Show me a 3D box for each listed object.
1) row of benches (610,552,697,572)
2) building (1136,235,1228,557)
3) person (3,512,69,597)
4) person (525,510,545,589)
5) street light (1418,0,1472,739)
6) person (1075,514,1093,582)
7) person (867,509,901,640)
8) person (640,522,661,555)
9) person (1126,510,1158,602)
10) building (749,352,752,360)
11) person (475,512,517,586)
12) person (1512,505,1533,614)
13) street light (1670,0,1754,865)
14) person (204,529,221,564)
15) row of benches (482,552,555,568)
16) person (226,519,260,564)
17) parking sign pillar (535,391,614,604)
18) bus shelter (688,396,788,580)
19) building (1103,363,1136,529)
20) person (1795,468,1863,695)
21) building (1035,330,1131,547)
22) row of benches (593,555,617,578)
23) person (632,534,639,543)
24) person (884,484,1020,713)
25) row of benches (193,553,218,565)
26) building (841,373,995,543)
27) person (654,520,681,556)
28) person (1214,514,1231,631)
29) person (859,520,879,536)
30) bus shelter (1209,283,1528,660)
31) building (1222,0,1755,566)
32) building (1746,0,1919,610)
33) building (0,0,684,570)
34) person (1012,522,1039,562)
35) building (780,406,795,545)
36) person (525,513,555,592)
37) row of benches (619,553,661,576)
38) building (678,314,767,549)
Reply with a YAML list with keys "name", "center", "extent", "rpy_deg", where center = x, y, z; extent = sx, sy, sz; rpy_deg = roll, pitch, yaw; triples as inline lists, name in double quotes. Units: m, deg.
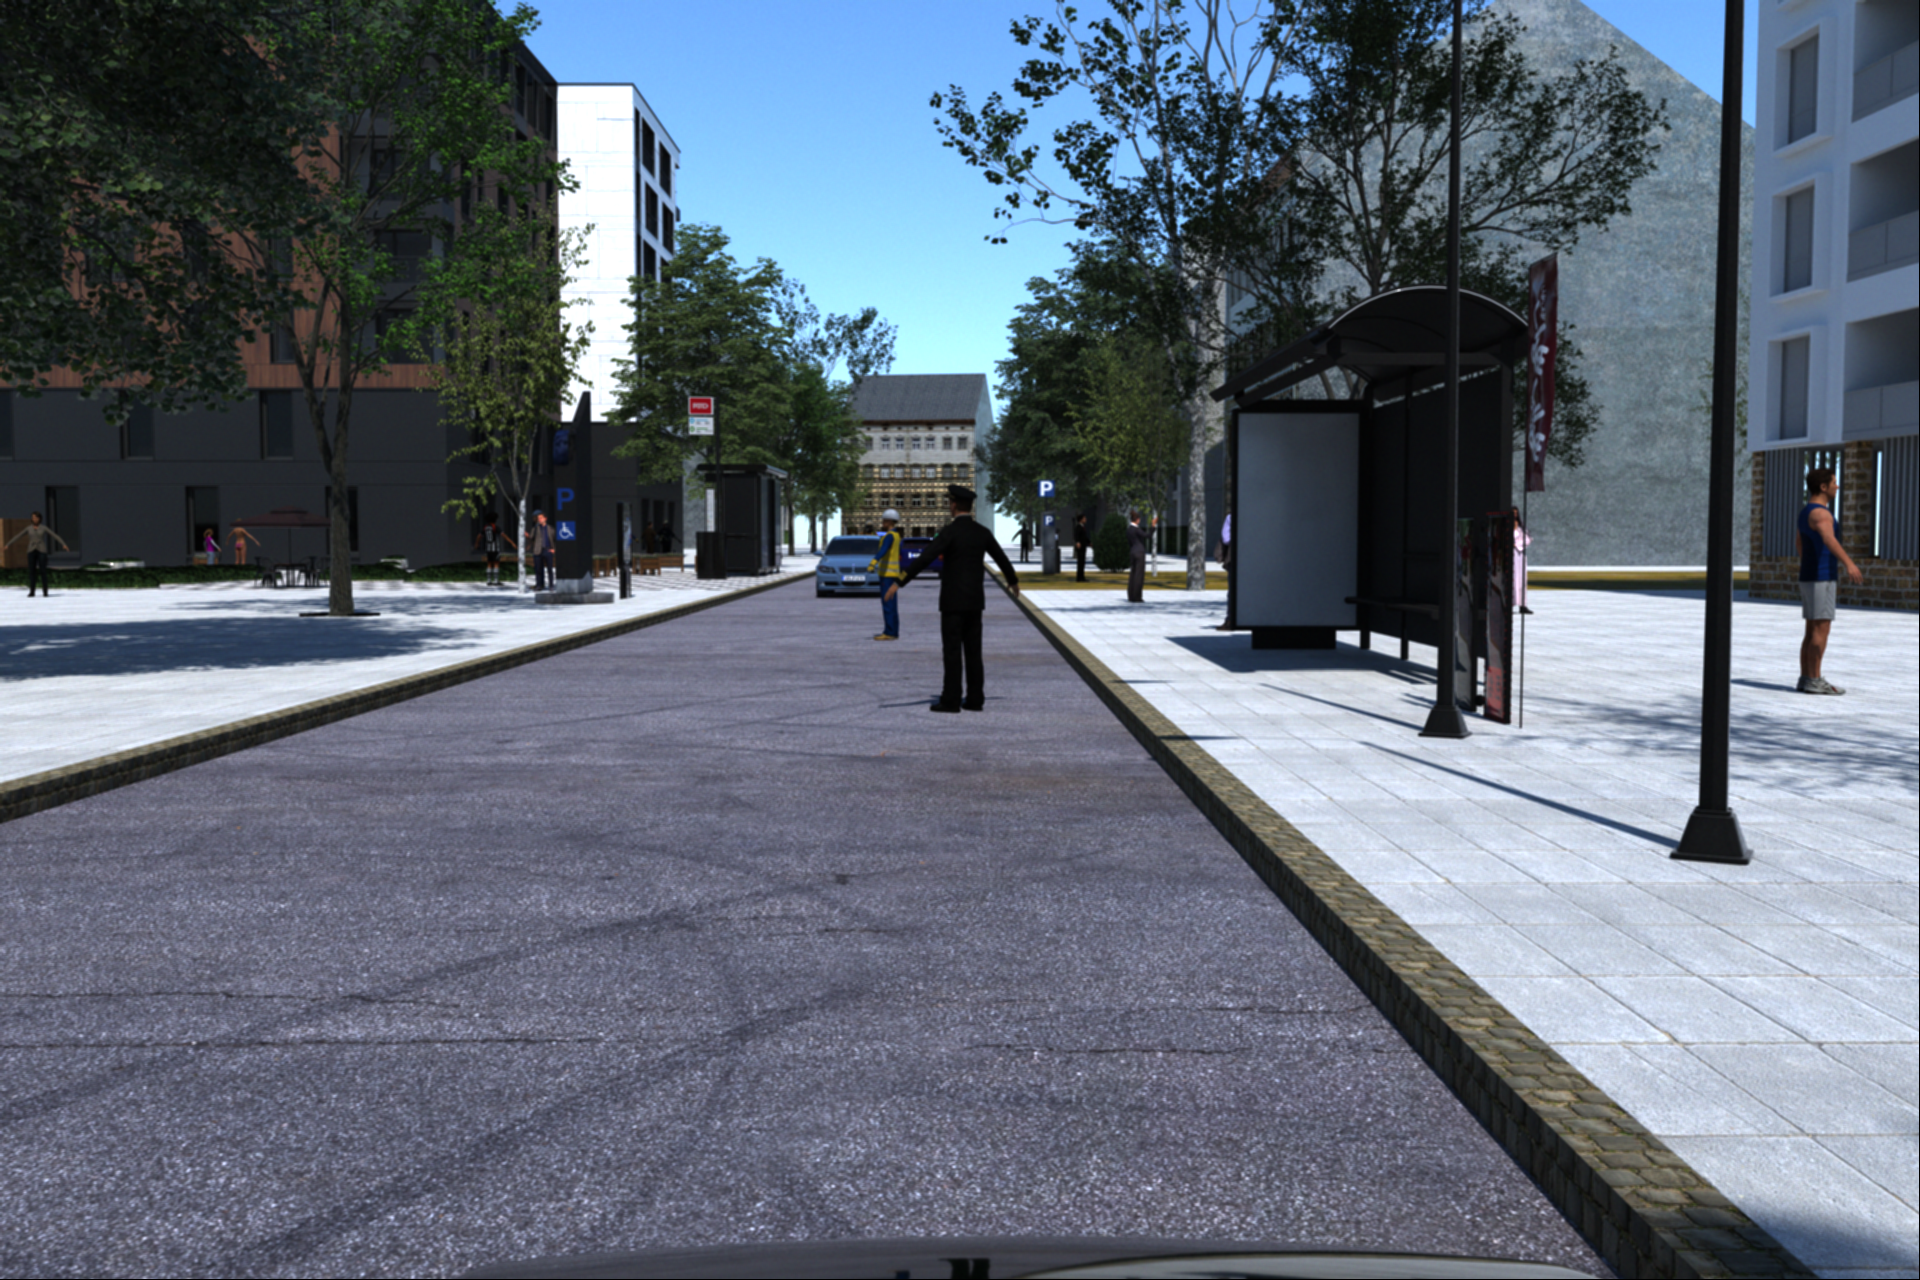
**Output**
- name: "row of benches"
  center: [-9.965, -2.635, 58.538]
  extent: [4.104, 0.672, 1.422]
  rpy_deg: [0, 4, -8]
- name: "building"
  center: [21.334, -14.916, 110.334]
  extent: [16.747, 18.905, 31.486]
  rpy_deg: [0, 4, -1]
- name: "person"
  center: [-18.840, -1.747, 35.330]
  extent: [1.215, 1.744, 0.721]
  rpy_deg: [-1, 4, -15]
- name: "person"
  center: [-9.915, -2.128, 40.650]
  extent: [0.705, 1.847, 1.347]
  rpy_deg: [0, 4, 1]
- name: "street light"
  center: [3.631, -2.343, 10.842]
  extent: [1.470, 5.913, 1.316]
  rpy_deg: [0, 4, 0]
- name: "person"
  center: [3.262, -2.445, 46.168]
  extent: [0.705, 1.806, 1.347]
  rpy_deg: [1, 4, 19]
- name: "person"
  center: [-1.035, -0.891, 23.488]
  extent: [0.721, 1.772, 1.216]
  rpy_deg: [1, 4, 13]
- name: "person"
  center: [-13.171, -4.136, 73.756]
  extent: [1.346, 1.812, 0.704]
  rpy_deg: [2, 4, 35]
- name: "person"
  center: [3.449, -1.576, 32.610]
  extent: [0.742, 1.727, 0.445]
  rpy_deg: [2, 4, 32]
- name: "building"
  center: [-25.694, -19.425, 174.024]
  extent: [16.016, 20.090, 11.380]
  rpy_deg: [0, 4, 0]
- name: "person"
  center: [-11.572, -2.254, 43.002]
  extent: [1.345, 1.843, 0.704]
  rpy_deg: [2, 4, 28]
- name: "person"
  center: [8.905, -1.297, 27.918]
  extent: [0.551, 1.740, 0.621]
  rpy_deg: [-2, 4, -23]
- name: "street light"
  center: [3.532, -2.089, 6.704]
  extent: [1.470, 5.913, 1.316]
  rpy_deg: [0, 4, 0]
- name: "person"
  center: [-21.741, -2.515, 50.379]
  extent: [0.991, 1.433, 0.599]
  rpy_deg: [3, 5, 44]
- name: "row of benches"
  center: [-14.222, -2.566, 57.413]
  extent: [4.104, 0.672, 1.422]
  rpy_deg: [2, 4, 29]
- name: "person"
  center: [-21.322, -2.731, 51.463]
  extent: [1.217, 1.733, 0.721]
  rpy_deg: [1, 4, 19]
- name: "parking sign pillar"
  center: [-7.176, -2.671, 32.145]
  extent: [1.447, 3.967, 1.447]
  rpy_deg: [0, 4, 0]
- name: "bus shelter"
  center: [-6.807, -4.614, 53.074]
  extent: [2.179, 5.291, 8.768]
  rpy_deg: [0, 4, 0]
- name: "building"
  center: [23.244, -20.400, 164.475]
  extent: [19.493, 23.208, 18.063]
  rpy_deg: [0, 4, -1]
- name: "person"
  center: [6.944, -0.476, 13.950]
  extent: [0.704, 1.807, 1.345]
  rpy_deg: [1, 4, 11]
- name: "building"
  center: [22.098, -21.169, 190.085]
  extent: [27.936, 21.610, 32.646]
  rpy_deg: [0, 4, 0]
- name: "row of benches"
  center: [-10.831, -2.169, 50.922]
  extent: [1.422, 0.672, 4.104]
  rpy_deg: [0, 4, 1]
- name: "person"
  center: [-13.480, -3.930, 70.216]
  extent: [0.705, 1.833, 1.349]
  rpy_deg: [2, 4, 23]
- name: "person"
  center: [-0.004, -0.343, 13.999]
  extent: [1.347, 1.837, 0.705]
  rpy_deg: [-3, 4, -37]
- name: "row of benches"
  center: [-23.786, -2.392, 54.568]
  extent: [1.422, 0.672, 4.104]
  rpy_deg: [-2, 4, -25]
- name: "building"
  center: [-5.457, -24.659, 236.564]
  extent: [18.063, 23.208, 19.493]
  rpy_deg: [1, 4, 9]
- name: "person"
  center: [-11.822, -3.914, 69.775]
  extent: [0.705, 1.856, 1.354]
  rpy_deg: [3, 5, 43]
- name: "person"
  center: [3.713, -1.046, 23.017]
  extent: [0.709, 1.838, 0.599]
  rpy_deg: [-1, 4, -10]
- name: "person"
  center: [-2.736, -2.692, 52.247]
  extent: [1.354, 1.858, 0.705]
  rpy_deg: [-1, 4, -15]
- name: "bus shelter"
  center: [3.798, -1.397, 16.762]
  extent: [2.014, 3.302, 5.546]
  rpy_deg: [0, 3, 0]
- name: "building"
  center: [22.510, -15.065, 77.249]
  extent: [19.493, 23.208, 18.063]
  rpy_deg: [0, 4, 0]
- name: "building"
  center: [20.921, -10.770, 32.513]
  extent: [16.016, 20.090, 11.380]
  rpy_deg: [0, 4, 0]
- name: "building"
  center: [-28.700, -14.227, 76.587]
  extent: [27.936, 21.610, 32.646]
  rpy_deg: [0, 4, -1]
- name: "person"
  center: [2.959, -4.467, 79.168]
  extent: [1.348, 1.813, 0.705]
  rpy_deg: [2, 4, 25]
- name: "building"
  center: [-29.979, -21.078, 211.089]
  extent: [16.747, 18.905, 31.486]
  rpy_deg: [0, 4, 0]
- name: "person"
  center: [-9.281, -1.947, 38.407]
  extent: [0.617, 1.759, 0.750]
  rpy_deg: [0, 4, 4]
- name: "row of benches"
  center: [-10.217, -2.433, 55.236]
  extent: [1.422, 0.672, 4.104]
  rpy_deg: [-1, 4, -20]
- name: "building"
  center: [-28.096, -20.242, 161.885]
  extent: [19.493, 23.208, 18.063]
  rpy_deg: [0, 4, -1]
